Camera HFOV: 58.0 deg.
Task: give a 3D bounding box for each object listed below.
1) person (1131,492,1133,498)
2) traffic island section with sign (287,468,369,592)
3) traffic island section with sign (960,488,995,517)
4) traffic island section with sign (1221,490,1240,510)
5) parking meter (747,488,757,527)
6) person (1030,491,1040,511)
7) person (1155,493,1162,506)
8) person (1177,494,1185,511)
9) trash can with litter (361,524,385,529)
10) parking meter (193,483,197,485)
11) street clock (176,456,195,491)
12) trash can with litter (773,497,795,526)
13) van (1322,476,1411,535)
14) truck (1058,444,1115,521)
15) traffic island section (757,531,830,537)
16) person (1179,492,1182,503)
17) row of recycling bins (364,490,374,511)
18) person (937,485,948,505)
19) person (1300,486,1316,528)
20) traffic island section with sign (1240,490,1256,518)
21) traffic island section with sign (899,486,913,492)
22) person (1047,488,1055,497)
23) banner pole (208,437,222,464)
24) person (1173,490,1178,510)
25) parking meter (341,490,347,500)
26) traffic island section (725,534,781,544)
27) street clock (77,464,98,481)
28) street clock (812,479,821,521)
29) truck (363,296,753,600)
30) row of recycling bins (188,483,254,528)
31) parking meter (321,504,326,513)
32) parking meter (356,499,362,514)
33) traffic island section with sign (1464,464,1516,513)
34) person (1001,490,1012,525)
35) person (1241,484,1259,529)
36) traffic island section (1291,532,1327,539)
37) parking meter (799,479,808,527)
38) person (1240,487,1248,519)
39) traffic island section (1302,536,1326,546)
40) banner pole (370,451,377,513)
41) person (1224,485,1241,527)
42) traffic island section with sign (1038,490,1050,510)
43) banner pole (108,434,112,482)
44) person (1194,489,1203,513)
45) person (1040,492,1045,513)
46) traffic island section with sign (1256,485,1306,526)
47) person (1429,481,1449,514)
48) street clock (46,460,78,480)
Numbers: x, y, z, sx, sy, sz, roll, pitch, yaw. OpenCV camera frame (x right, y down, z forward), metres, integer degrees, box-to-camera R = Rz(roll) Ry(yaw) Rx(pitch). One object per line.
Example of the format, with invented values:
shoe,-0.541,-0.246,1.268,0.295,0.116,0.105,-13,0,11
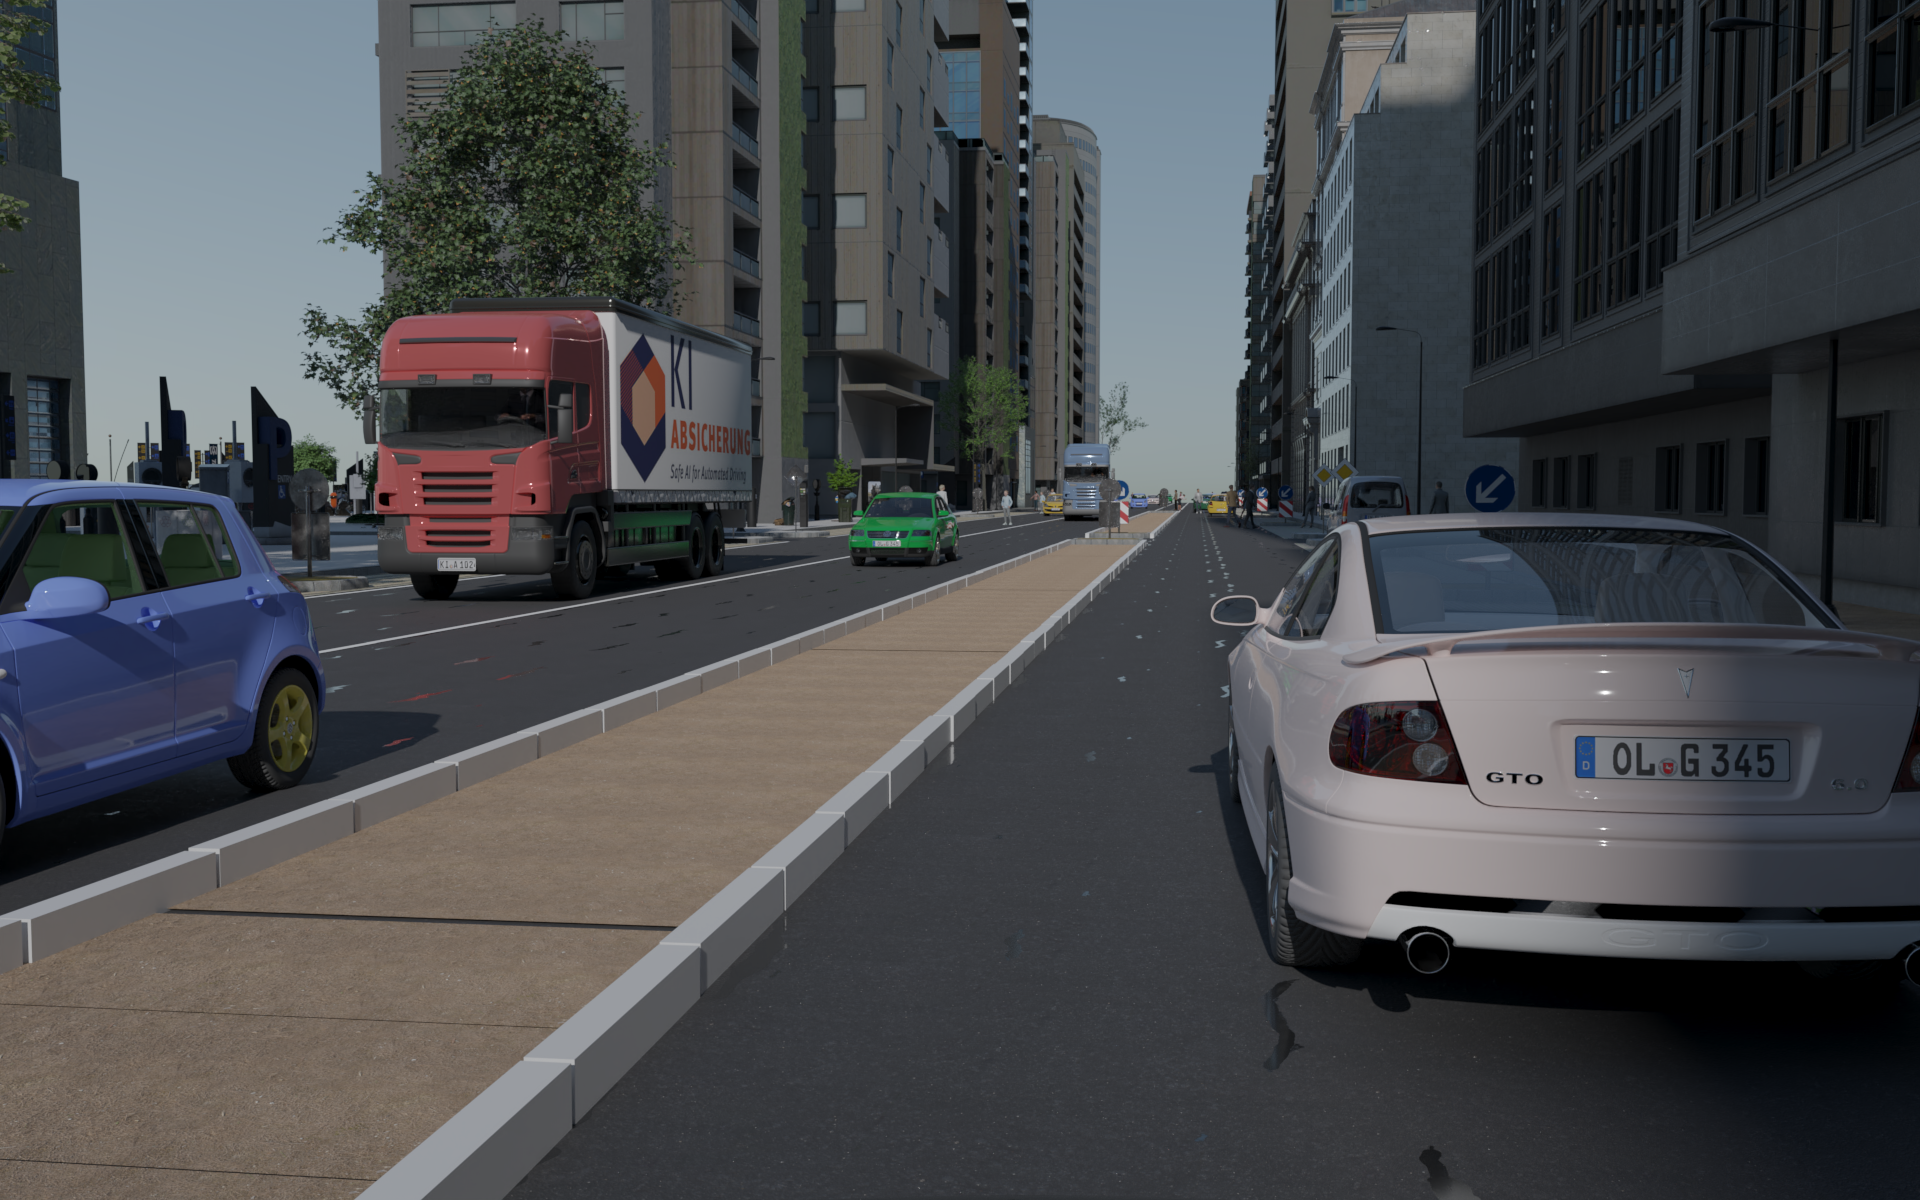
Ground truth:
person,28.632,-17.027,287.804,0.541,1.710,0.530,0,4,6
traffic island section with sign,-10.063,-1.066,26.055,1.989,1.847,2.006,0,4,8
traffic island section with sign,1.111,-6.049,107.531,1.989,1.847,2.006,0,4,8
traffic island section with sign,28.736,-10.601,181.951,1.989,1.847,2.006,0,4,8
parking meter,-8.036,-3.572,66.818,0.372,1.533,0.369,0,3,0
person,6.419,-8.461,147.539,0.721,1.736,1.217,-3,5,-41
person,24.121,-12.215,208.230,1.348,1.821,0.705,0,4,1
person,19.125,-8.426,149.447,0.628,1.438,0.799,2,4,34
trash can with litter,-21.502,-3.310,65.169,2.233,1.210,1.678,2,4,24
parking meter,-39.567,-5.141,89.761,0.399,1.863,0.255,0,4,-1
street clock,-14.834,-1.748,33.153,0.358,2.002,0.471,-2,4,-30
trash can with litter,-7.155,-3.600,70.248,1.055,1.170,0.624,2,4,35
van,9.617,-2.070,40.852,2.013,2.044,4.112,0,4,7
truck,7.462,-6.652,98.521,2.967,4.110,18.799,0,4,6
traffic island section,-5.586,-2.230,58.746,2.009,0.180,2.903,0,4,8
person,26.982,-12.433,212.500,0.721,1.743,1.217,0,4,1
row of recycling bins,-45.742,-7.810,134.812,1.069,1.692,3.534,1,4,13
person,-0.798,-4.226,77.479,0.514,1.842,0.818,0,3,0
person,14.662,-3.925,72.942,0.573,1.790,0.520,2,4,34
traffic island section with sign,18.213,-5.906,105.196,1.989,1.847,2.006,0,4,8
traffic island section with sign,-2.553,-4.416,80.825,1.989,1.847,2.006,0,4,8
person,6.552,-7.052,123.894,0.679,1.850,0.850,1,4,18
banner pole,-32.436,-5.237,75.648,0.401,3.779,0.863,2,4,26
person,19.088,-8.863,153.415,0.705,1.823,1.348,0,4,-6
parking meter,-40.999,-6.541,115.362,0.372,1.533,0.369,0,3,0
traffic island section,-6.671,-1.746,50.834,2.009,0.180,2.903,0,4,8
street clock,-20.857,-2.254,41.423,0.471,2.002,0.358,1,4,21
street clock,-6.906,-4.835,83.626,0.358,2.002,0.471,-2,4,-35
truck,-5.803,-2.329,26.993,2.839,4.237,11.283,0,4,7
row of recycling bins,-27.608,-3.610,66.133,3.534,1.692,1.069,-3,5,-40
parking meter,-28.082,-4.312,76.209,0.255,1.863,0.399,-2,4,-26
parking meter,-29.903,-4.749,86.064,0.372,1.533,0.369,0,3,0
traffic island section with sign,7.061,-0.932,23.866,1.989,1.847,2.006,0,4,8
person,2.156,-4.292,80.486,0.589,1.601,0.330,3,4,39
person,12.025,-3.867,71.500,0.755,1.850,0.659,0,4,-4
traffic island section,11.842,-2.084,56.361,2.009,0.180,2.903,0,4,8
parking meter,-6.002,-3.722,66.565,0.255,1.863,0.399,1,4,9
person,16.056,-5.423,97.261,0.616,1.811,0.778,3,5,42
traffic island section,10.758,-1.601,48.450,2.009,0.180,2.903,0,4,8
banner pole,-29.730,-6.031,88.630,0.863,3.779,0.401,2,4,34
person,11.740,-4.039,74.448,0.836,1.842,0.656,3,4,38
traffic island section with sign,7.942,-9.100,157.410,1.989,1.847,2.006,0,4,8
banner pole,-35.523,-5.043,72.471,0.401,3.779,0.863,-2,4,-24
person,17.679,-7.342,128.382,0.661,1.843,0.795,1,4,15
person,6.088,-7.231,128.542,0.330,1.601,0.589,-2,4,-28
traffic island section with sign,14.392,-4.200,77.299,1.989,1.847,2.006,0,4,8
person,14.159,-2.605,51.194,0.694,1.812,0.767,-1,4,-19
street clock,-19.383,-2.000,37.267,0.471,2.002,0.358,2,4,26
